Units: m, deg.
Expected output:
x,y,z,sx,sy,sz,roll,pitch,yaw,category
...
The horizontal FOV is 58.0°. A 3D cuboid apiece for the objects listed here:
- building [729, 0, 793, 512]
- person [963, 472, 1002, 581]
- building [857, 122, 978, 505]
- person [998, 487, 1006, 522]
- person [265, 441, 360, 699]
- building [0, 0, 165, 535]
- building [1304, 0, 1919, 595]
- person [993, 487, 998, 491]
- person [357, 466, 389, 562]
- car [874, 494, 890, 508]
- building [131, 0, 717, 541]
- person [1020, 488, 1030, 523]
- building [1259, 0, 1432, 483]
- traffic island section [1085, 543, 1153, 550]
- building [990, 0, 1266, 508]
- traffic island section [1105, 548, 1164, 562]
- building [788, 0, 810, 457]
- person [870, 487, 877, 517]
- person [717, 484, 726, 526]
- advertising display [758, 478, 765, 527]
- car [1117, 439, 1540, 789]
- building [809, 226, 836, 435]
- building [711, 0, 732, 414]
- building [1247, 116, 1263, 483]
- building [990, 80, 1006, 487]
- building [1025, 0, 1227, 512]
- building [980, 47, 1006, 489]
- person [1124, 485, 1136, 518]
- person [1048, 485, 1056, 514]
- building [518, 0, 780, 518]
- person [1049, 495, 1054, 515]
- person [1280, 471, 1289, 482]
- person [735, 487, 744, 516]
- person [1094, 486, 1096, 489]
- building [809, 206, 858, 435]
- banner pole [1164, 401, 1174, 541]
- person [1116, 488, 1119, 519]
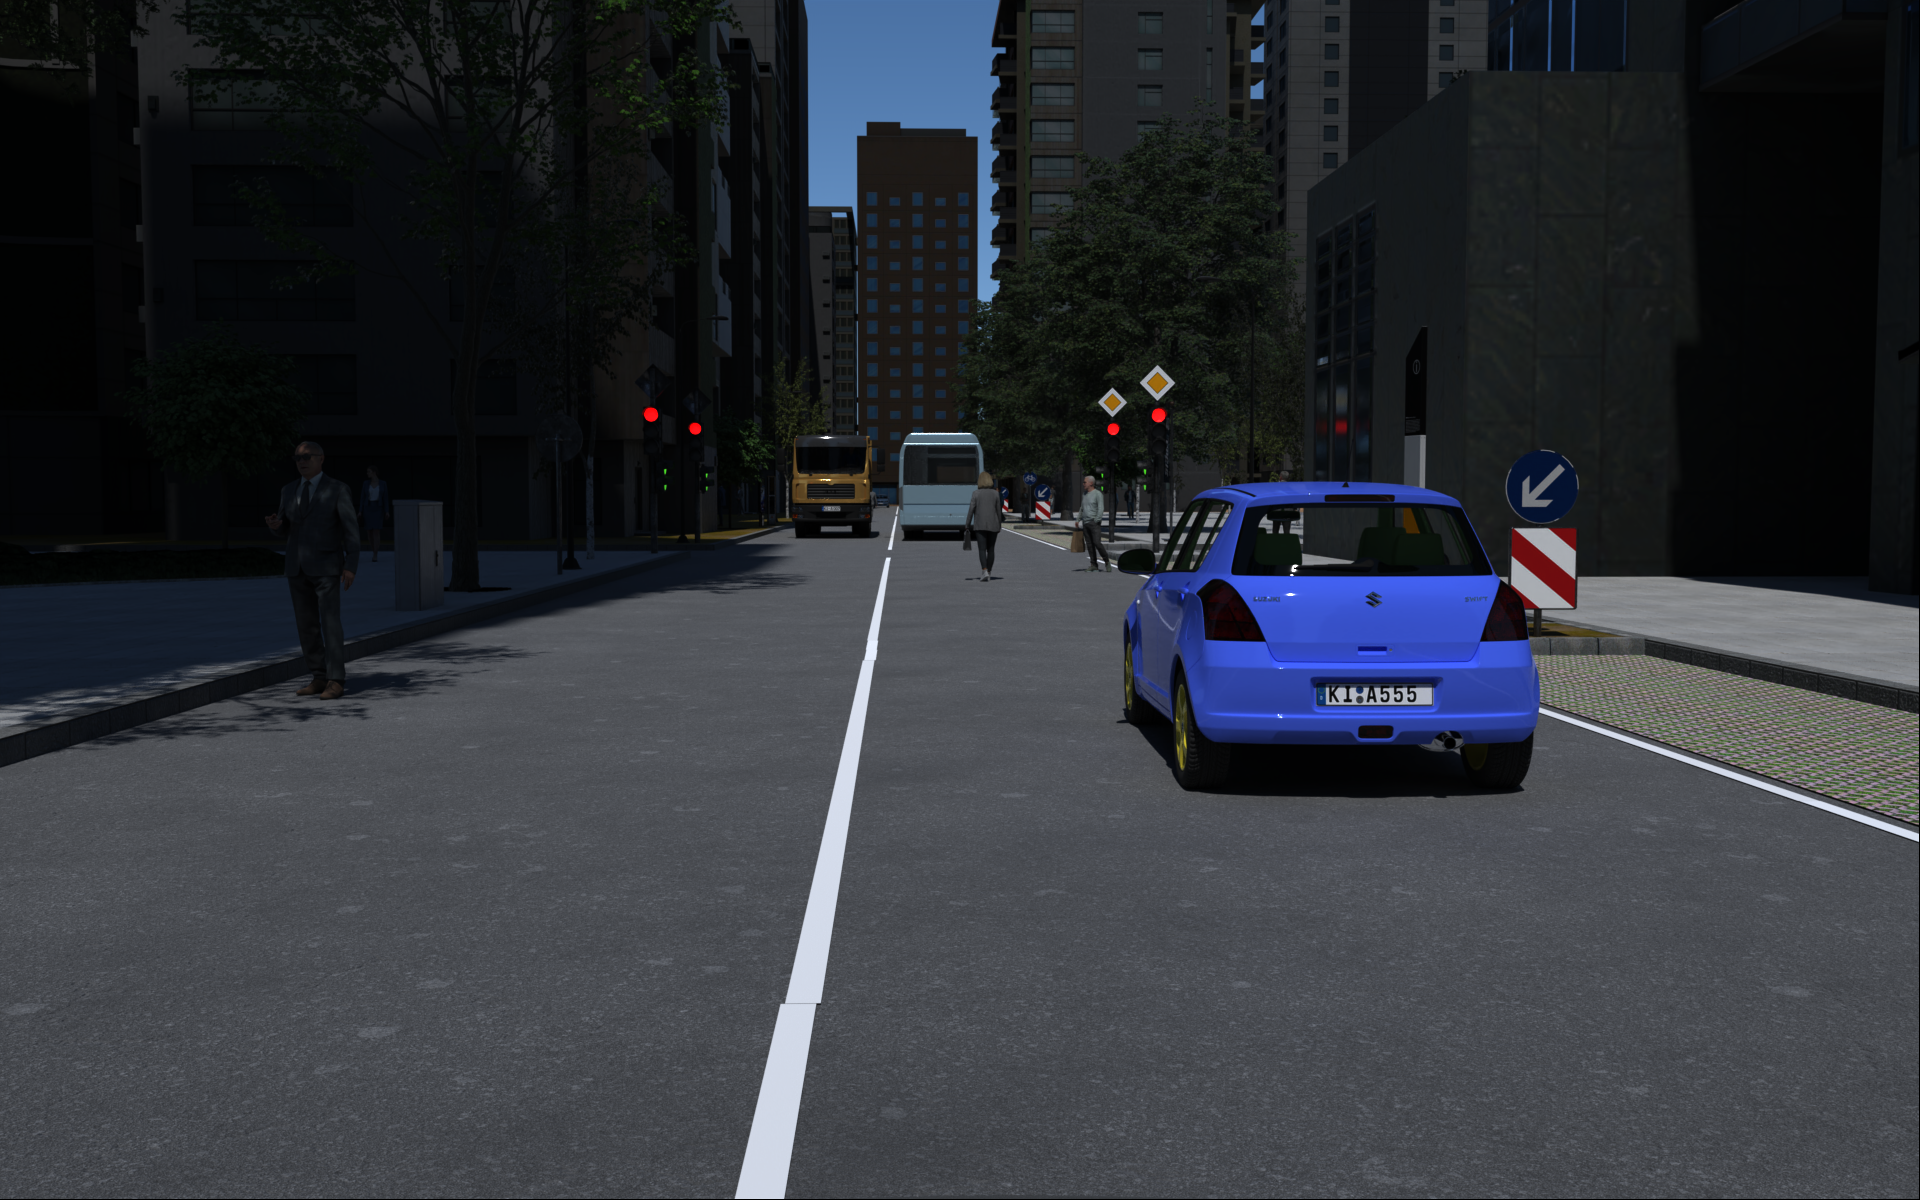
x,y,z,sx,sy,sz,roll,pitch,yaw,category
-21.091,-42.251,129.061,20.563,71.187,20.611,0,4,-2,building
0.349,-1.216,28.564,0.709,1.800,0.728,0,4,-7,person
-5.241,-34.354,211.805,14.200,45.320,14.600,0,4,-2,building
2.093,-4.793,87.204,0.444,1.785,0.601,1,4,18,person
-4.585,-0.216,12.215,0.661,1.801,0.590,1,4,9,person
-37.026,-37.641,53.684,20.611,71.187,20.563,0,4,-2,building
19.059,-43.232,19.521,22.319,86.520,31.000,0,4,-2,building
1.330,-3.664,69.245,0.643,1.720,0.563,-2,4,-24,person
-11.128,-1.645,32.957,0.581,1.822,0.654,0,4,2,person
-8.363,-10.475,183.273,2.014,1.417,4.499,0,4,-1,car
-15.342,-17.210,53.090,14.160,30.474,14.107,0,4,-2,building
3.234,-4.706,85.992,0.519,1.759,0.362,-2,4,-29,person
42.948,-45.705,185.530,20.611,71.187,20.563,0,4,-2,building
4.029,-1.440,45.818,2.009,0.180,2.903,0,4,-2,traffic island section
13.988,-30.363,151.065,22.147,44.769,28.867,0,4,-2,building
4.304,-0.951,37.837,2.009,0.180,2.903,0,4,-2,traffic island section
-20.189,-30.443,147.860,14.600,45.320,14.200,0,4,-2,building
-4.621,-4.921,89.075,0.709,1.813,0.853,-1,4,-19,person
-9.529,-3.832,68.886,0.419,1.800,0.721,0,4,3,person
-7.811,-3.848,68.133,0.123,1.923,0.974,0,4,4,advertising display
1.889,-0.008,9.726,1.945,1.707,3.694,0,4,-1,car
-20.467,-25.451,187.825,14.107,30.474,14.160,0,4,-2,building
-25.287,-30.067,80.833,28.713,52.752,27.495,0,4,-2,building
44.030,-36.281,216.898,21.600,48.544,21.300,0,4,-2,building
14.871,-34.311,180.589,23.786,49.044,30.456,0,4,-2,building
11.760,-27.282,129.648,14.154,41.232,14.086,0,4,-2,building
17.219,-55.189,215.017,31.000,86.520,22.319,0,4,-2,building
8.936,-5.174,90.980,0.623,1.781,0.721,-1,4,-12,person
5.839,-6.431,110.989,0.655,1.846,0.447,1,4,10,person
-19.126,-20.721,110.488,14.160,30.474,14.107,0,4,-2,building
5.586,-5.826,105.989,0.332,1.250,0.352,0,4,1,person
6.946,-1.891,37.354,0.661,1.777,0.834,0,4,-3,person
-12.639,-5.685,99.266,0.520,1.790,0.573,-1,4,-15,person
8.246,-6.185,107.510,0.599,1.781,0.374,1,4,12,person
-24.882,-32.303,220.035,23.993,40.220,32.217,0,4,-2,building
5.675,-3.491,47.097,0.401,3.779,0.863,-1,4,-13,banner pole
7.867,-4.907,88.077,0.330,1.601,0.589,-3,4,-36,person
